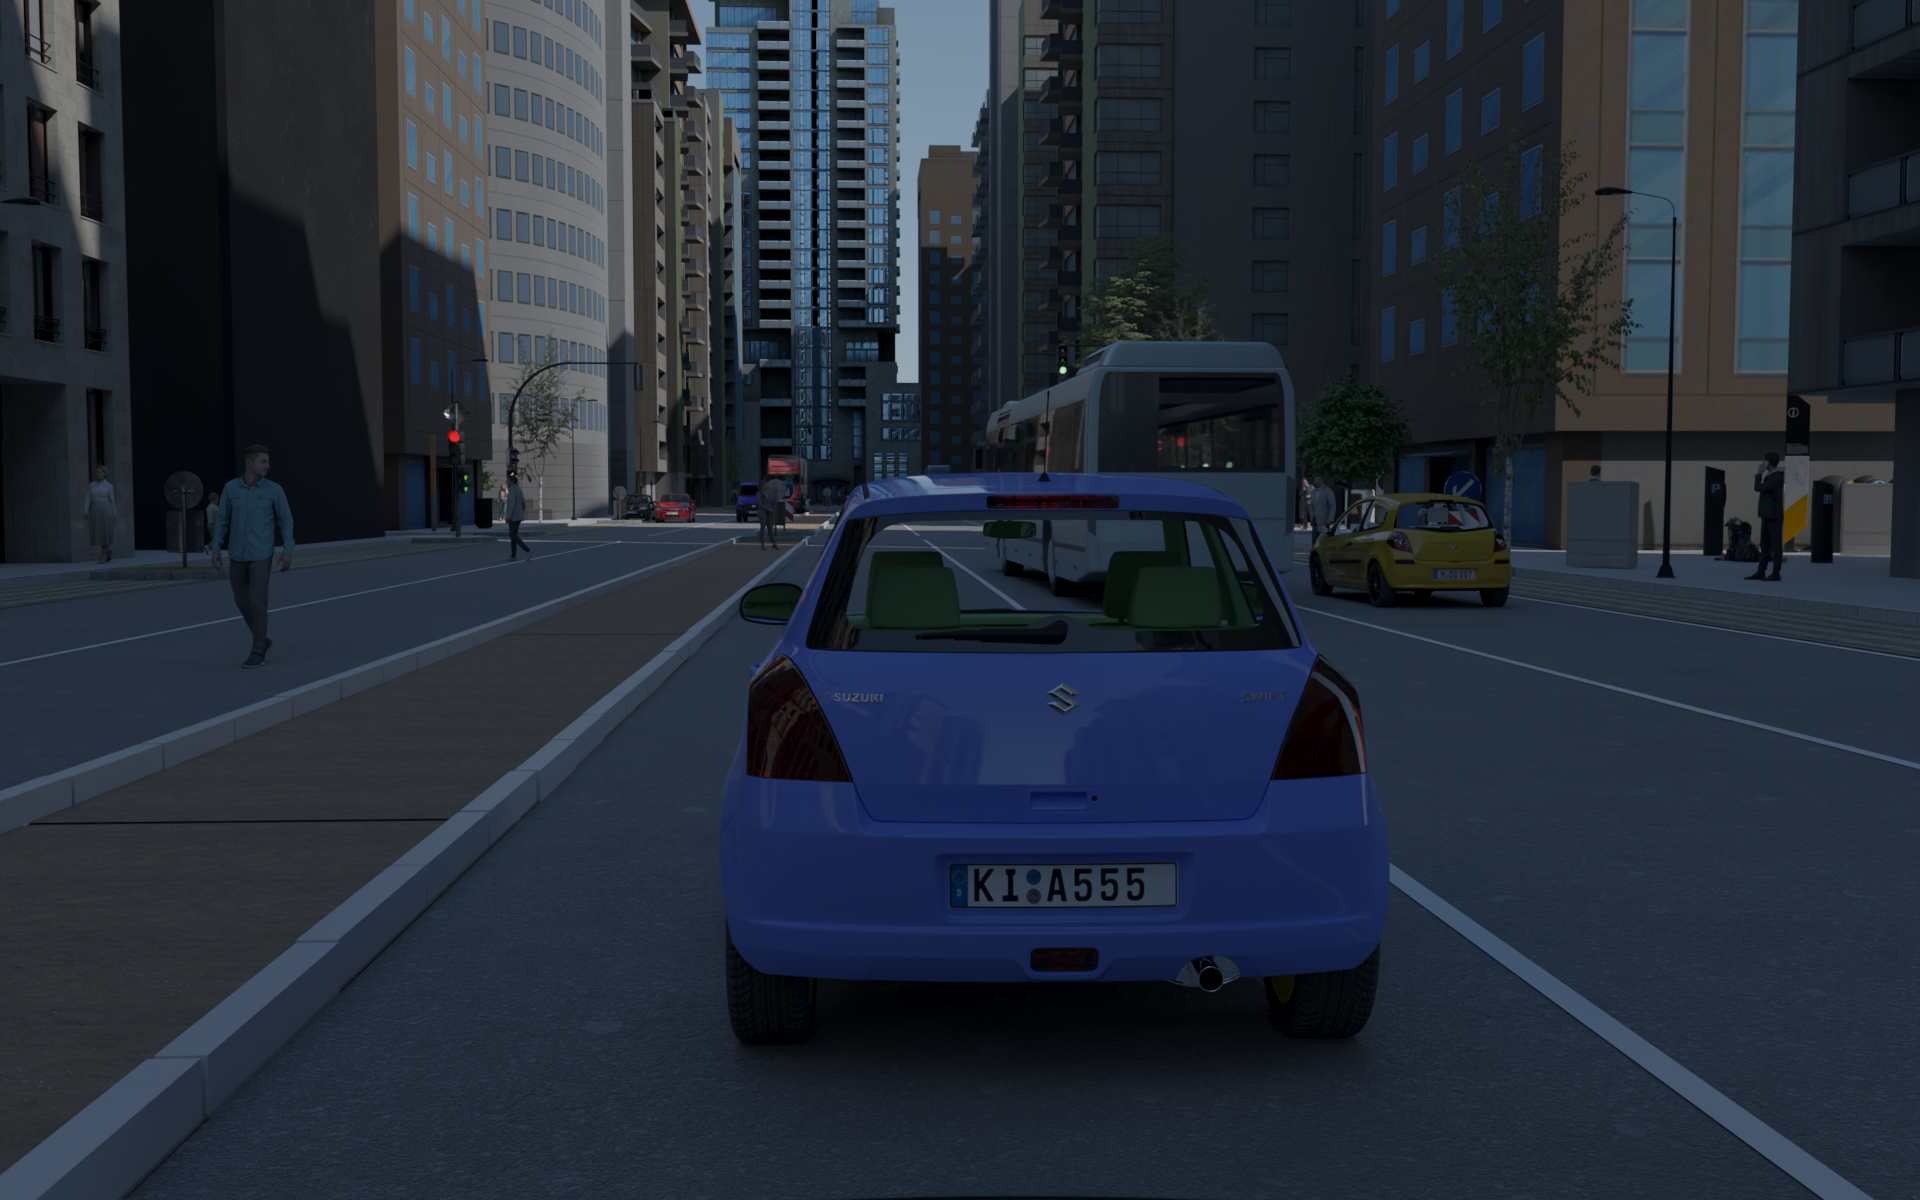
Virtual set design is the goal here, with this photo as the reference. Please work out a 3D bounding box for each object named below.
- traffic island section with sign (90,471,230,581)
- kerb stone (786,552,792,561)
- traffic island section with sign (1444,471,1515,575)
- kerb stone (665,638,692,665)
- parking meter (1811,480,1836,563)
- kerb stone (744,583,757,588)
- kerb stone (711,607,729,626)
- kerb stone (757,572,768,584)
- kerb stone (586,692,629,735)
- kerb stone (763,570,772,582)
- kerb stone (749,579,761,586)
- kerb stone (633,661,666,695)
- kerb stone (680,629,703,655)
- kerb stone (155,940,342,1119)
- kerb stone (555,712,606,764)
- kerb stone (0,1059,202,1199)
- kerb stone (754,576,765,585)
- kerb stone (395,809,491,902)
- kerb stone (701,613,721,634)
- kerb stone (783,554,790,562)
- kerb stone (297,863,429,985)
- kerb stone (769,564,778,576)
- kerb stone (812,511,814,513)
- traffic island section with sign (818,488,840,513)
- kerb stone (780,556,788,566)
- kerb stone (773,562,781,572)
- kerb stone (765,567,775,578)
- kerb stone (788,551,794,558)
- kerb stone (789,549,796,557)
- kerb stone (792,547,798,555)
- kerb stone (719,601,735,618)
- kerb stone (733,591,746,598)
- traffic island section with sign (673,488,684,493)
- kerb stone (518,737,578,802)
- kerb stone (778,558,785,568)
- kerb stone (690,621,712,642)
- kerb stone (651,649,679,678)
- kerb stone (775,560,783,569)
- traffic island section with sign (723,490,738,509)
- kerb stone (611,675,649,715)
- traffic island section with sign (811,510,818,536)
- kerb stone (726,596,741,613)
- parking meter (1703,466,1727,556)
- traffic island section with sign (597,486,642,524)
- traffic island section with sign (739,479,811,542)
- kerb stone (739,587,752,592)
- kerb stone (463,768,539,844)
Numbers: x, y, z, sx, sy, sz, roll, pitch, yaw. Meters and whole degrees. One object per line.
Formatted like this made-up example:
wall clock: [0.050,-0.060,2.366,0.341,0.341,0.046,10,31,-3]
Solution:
traffic island section with sign: [-13.394,-1.277,29.500,1.989,1.847,2.006,0,4,-3]
kerb stone: [-3.638,-0.854,36.161,0.120,0.150,1.000,0,4,-3]
traffic island section with sign: [8.672,-1.378,31.160,1.989,1.847,2.006,0,4,-3]
kerb stone: [-2.406,0.460,14.676,0.120,0.150,1.000,0,4,-3]
parking meter: [16.077,-1.459,32.265,0.372,1.533,0.369,0,3,0]
kerb stone: [-2.931,-0.102,23.898,0.120,0.150,1.000,0,4,-3]
kerb stone: [-2.636,0.209,18.775,0.120,0.150,1.000,0,4,-3]
kerb stone: [-3.112,-0.292,26.970,0.120,0.150,1.000,0,4,-3]
kerb stone: [-2.169,0.710,10.591,0.120,0.150,1.000,0,4,-3]
kerb stone: [-3.162,-0.354,27.991,0.120,0.150,1.000,0,4,-3]
kerb stone: [-2.988,-0.167,24.919,0.120,0.150,1.000,0,4,-3]
kerb stone: [-2.282,0.585,12.632,0.120,0.150,1.000,0,4,-3]
kerb stone: [-2.457,0.397,15.706,0.120,0.150,1.000,0,4,-3]
kerb stone: [-1.811,1.087,4.464,0.120,0.150,1.000,0,4,-3]
kerb stone: [-2.105,0.772,9.571,0.120,0.150,1.000,0,4,-3]
kerb stone: [-1.756,1.147,3.440,0.120,0.150,1.000,0,4,-3]
kerb stone: [-3.055,-0.226,25.946,0.120,0.150,1.000,0,4,-3]
kerb stone: [-1.938,0.962,6.504,0.120,0.150,1.000,0,4,-3]
kerb stone: [-2.581,0.274,17.754,0.120,0.150,1.000,0,4,-3]
kerb stone: [-3.577,-0.792,35.141,0.120,0.150,1.000,0,4,-3]
kerb stone: [-1.878,1.022,5.484,0.120,0.150,1.000,0,4,-3]
kerb stone: [-3.279,-0.478,30.031,0.120,0.150,1.000,0,4,-3]
kerb stone: [-10.887,-6.330,125.683,0.120,0.150,1.000,0,4,-3]
traffic island section with sign: [-10.362,-7.750,134.850,2.006,1.907,1.989,0,4,-3]
kerb stone: [-3.521,-0.729,34.118,0.120,0.150,1.000,0,4,-3]
kerb stone: [-3.341,-0.540,31.052,0.120,0.150,1.000,0,4,-3]
kerb stone: [-3.226,-0.417,29.011,0.120,0.150,1.000,0,4,-3]
kerb stone: [-3.688,-0.917,37.182,0.120,0.150,1.000,0,4,-3]
kerb stone: [-3.760,-0.979,38.202,0.120,0.150,1.000,0,4,-3]
kerb stone: [-3.813,-1.041,39.222,0.120,0.150,1.000,0,4,-3]
kerb stone: [-2.696,0.147,19.797,0.120,0.150,1.000,0,4,-3]
kerb stone: [-2.813,0.024,21.843,0.120,0.150,1.000,0,4,-3]
traffic island section with sign: [-18.105,-6.297,111.577,1.989,1.847,2.006,0,4,-3]
kerb stone: [-2.039,0.835,8.546,0.120,0.150,1.000,0,4,-3]
kerb stone: [-3.466,-0.667,33.093,0.120,0.150,1.000,0,4,-3]
kerb stone: [-2.526,0.335,16.726,0.120,0.150,1.000,0,4,-3]
kerb stone: [-2.346,0.529,13.657,0.120,0.150,1.000,0,4,-3]
kerb stone: [-3.403,-0.604,32.072,0.120,0.150,1.000,0,4,-3]
traffic island section with sign: [-20.962,-9.335,161.252,1.989,1.847,2.006,0,4,-3]
kerb stone: [-2.226,0.647,11.611,0.120,0.150,1.000,0,4,-3]
traffic island section with sign: [-6.039,-3.162,59.835,2.006,1.907,1.989,0,4,-3]
kerb stone: [-2.757,0.084,20.818,0.120,0.150,1.000,0,4,-3]
parking meter: [15.703,-1.854,36.022,0.399,1.863,0.255,1,4,15]
traffic island section with sign: [-16.536,-4.624,84.223,1.989,1.847,2.006,0,4,-3]
traffic island section with sign: [-5.623,-2.710,52.440,2.006,1.907,1.989,0,4,-3]
kerb stone: [-2.875,-0.041,22.872,0.120,0.150,1.000,0,4,-3]
kerb stone: [-1.994,0.897,7.524,0.120,0.150,1.000,0,4,-3]
